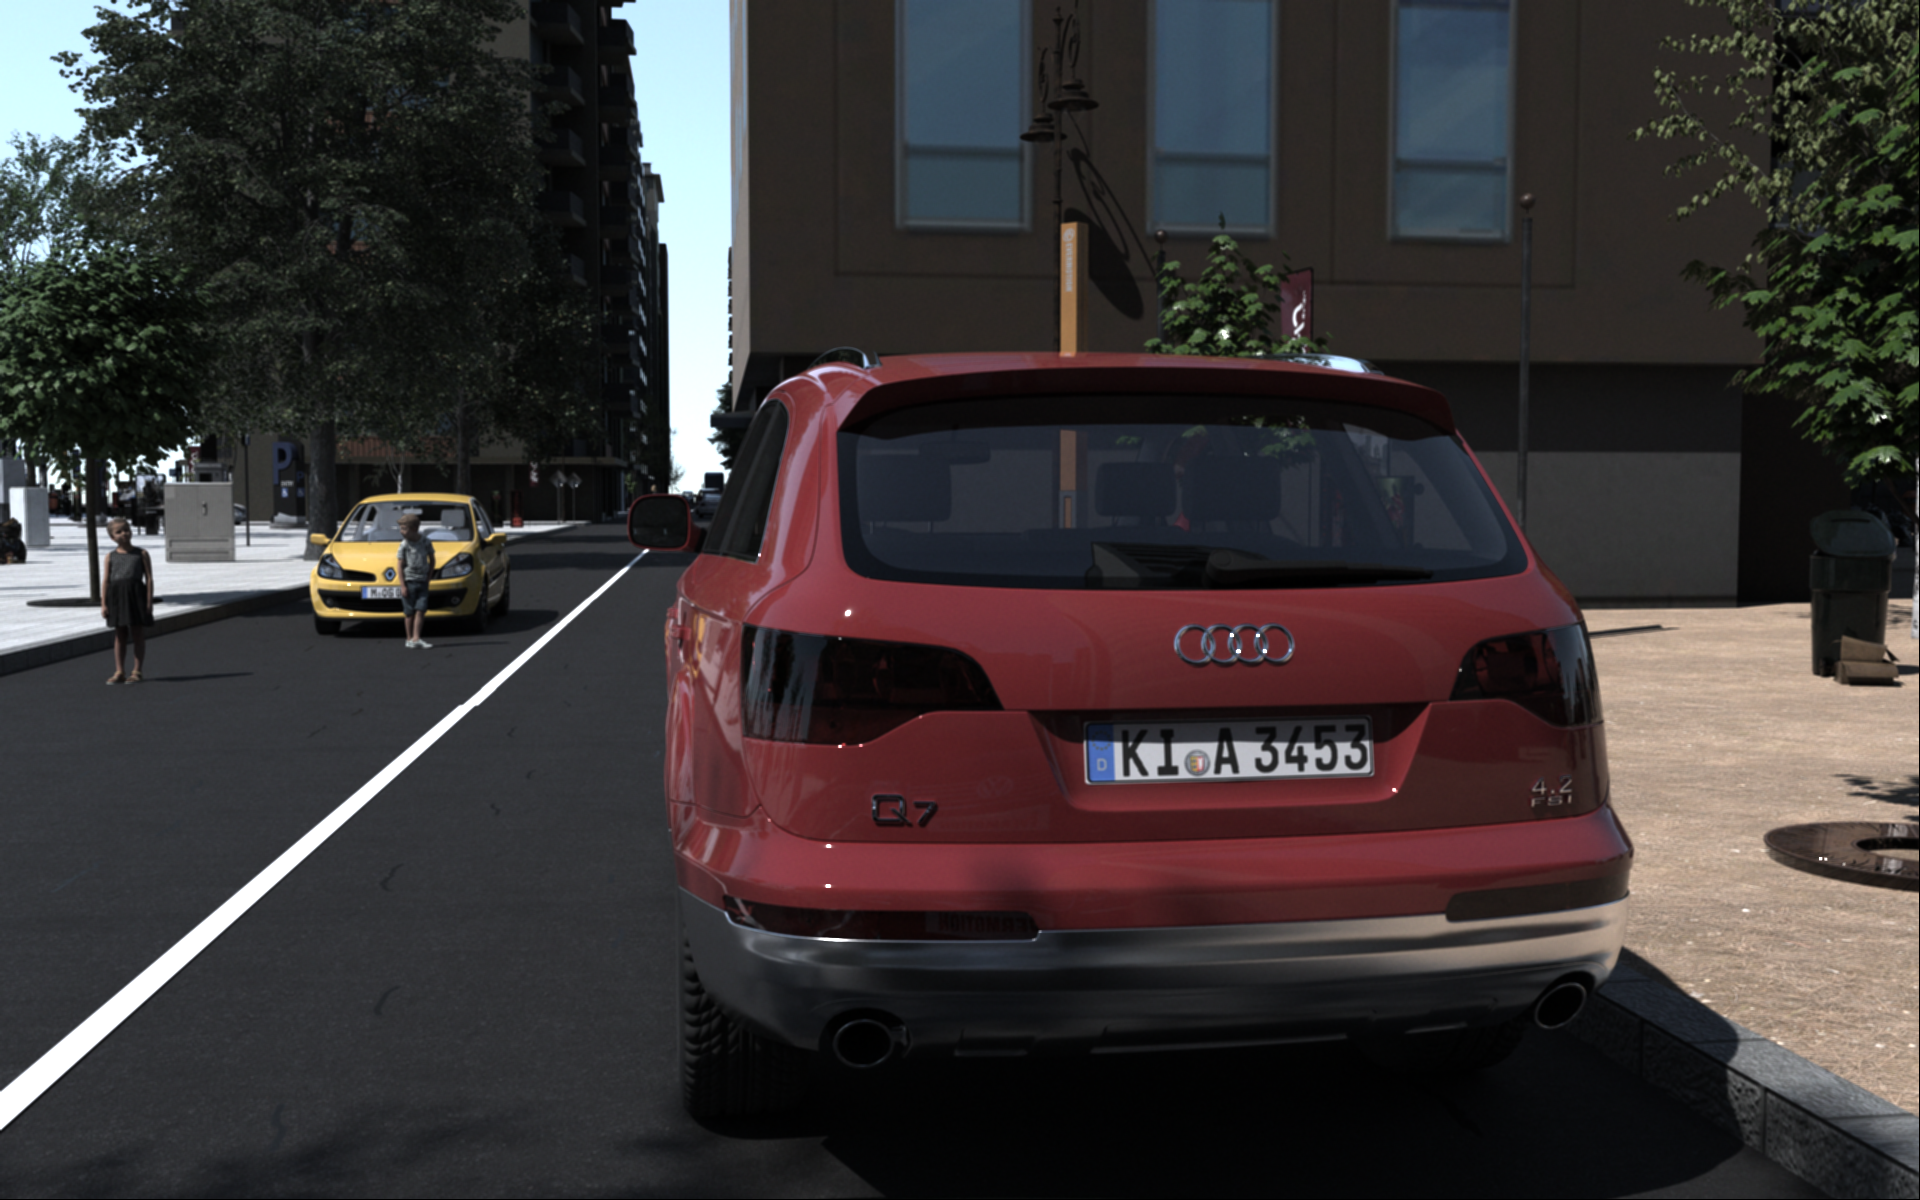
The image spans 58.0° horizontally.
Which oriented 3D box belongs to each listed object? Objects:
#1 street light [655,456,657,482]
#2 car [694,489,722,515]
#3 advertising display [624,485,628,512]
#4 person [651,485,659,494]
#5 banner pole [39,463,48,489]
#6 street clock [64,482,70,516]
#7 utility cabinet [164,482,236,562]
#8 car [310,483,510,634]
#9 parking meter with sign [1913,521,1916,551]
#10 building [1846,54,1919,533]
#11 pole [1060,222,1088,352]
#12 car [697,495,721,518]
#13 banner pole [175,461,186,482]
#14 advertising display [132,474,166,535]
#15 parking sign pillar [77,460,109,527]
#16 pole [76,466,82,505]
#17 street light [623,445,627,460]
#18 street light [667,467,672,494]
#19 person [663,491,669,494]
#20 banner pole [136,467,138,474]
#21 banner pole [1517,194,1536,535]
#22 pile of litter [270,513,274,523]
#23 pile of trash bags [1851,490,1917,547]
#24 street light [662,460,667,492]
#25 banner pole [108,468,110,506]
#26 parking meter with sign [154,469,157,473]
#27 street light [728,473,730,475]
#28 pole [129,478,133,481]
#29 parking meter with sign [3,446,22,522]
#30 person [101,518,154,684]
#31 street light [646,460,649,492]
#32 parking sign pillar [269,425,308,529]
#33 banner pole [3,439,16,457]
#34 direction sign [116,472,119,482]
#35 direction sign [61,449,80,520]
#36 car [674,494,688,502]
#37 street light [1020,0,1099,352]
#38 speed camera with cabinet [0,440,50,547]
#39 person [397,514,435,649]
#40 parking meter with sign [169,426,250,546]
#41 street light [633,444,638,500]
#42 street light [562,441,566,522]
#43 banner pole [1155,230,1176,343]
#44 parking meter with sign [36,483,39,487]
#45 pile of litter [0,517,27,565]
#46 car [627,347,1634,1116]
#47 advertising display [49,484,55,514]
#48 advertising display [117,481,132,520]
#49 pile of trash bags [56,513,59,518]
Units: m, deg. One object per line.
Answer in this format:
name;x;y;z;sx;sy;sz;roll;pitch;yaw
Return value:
street light;-36.855;-14.497;209.814;0.468;5.910;1.993;-1;4;-8
car;-17.757;-6.992;122.993;2.281;1.827;5.304;-1;4;-8
advertising display;-24.042;-7.307;124.687;0.123;1.923;0.974;0;4;-4
person;-11.868;-3.705;69.298;1.509;1.804;0.699;-3;5;-43
banner pole;-53.226;-6.757;100.490;0.401;3.779;0.863;1;4;11
street clock;-52.670;-5.971;102.203;0.358;2.002;0.471;0;4;-7
utility cabinet;-14.267;-1.457;32.509;1.173;1.500;0.318;-1;4;-16
car;-5.963;-0.539;19.033;2.015;1.641;3.980;-1;4;-9
parking meter with sign;22.239;-2.590;38.608;1.738;3.016;0.543;0;4;-2
building;28.390;-38.295;64.373;20.611;71.187;20.563;-1;4;-8
pole;0.865;-1.181;13.157;0.158;3.312;0.155;0;3;0
car;-14.907;-5.662;104.928;2.083;1.381;4.827;-1;4;-9
banner pole;-51.284;-7.592;114.151;0.863;3.779;0.401;-3;5;-44
advertising display;-25.564;-3.029;54.741;0.974;1.923;0.123;0;4;4
parking sign pillar;-33.502;-4.815;67.197;1.447;3.967;1.447;-1;4;-15
pole;-65.166;-8.199;127.896;0.158;3.312;0.155;0;3;0
street light;-26.029;-9.864;134.068;0.468;5.910;1.993;-1;4;-8
street light;-44.865;-17.906;265.552;0.468;5.910;1.993;-1;4;-8
person;-31.659;-10.830;186.367;0.742;1.727;0.445;-1;4;-9
banner pole;-64.747;-8.959;136.495;0.401;3.779;0.863;0;4;-7
banner pole;4.803;-1.514;14.766;0.401;3.779;0.863;1;4;18
pile of litter;-30.009;-3.870;77.244;1.176;0.858;1.719;3;5;44
pile of trash bags;22.396;-1.987;42.234;3.447;1.369;1.912;-2;4;-31
street light;-40.801;-16.201;237.680;0.468;5.910;1.993;-1;4;-8
banner pole;-65.317;-8.725;132.672;0.863;3.779;0.401;2;4;29
parking meter with sign;-55.948;-7.679;121.816;1.738;3.016;0.543;1;4;11
street light;-41.602;-20.742;311.910;0.468;5.910;1.993;-1;4;-8
pole;-51.627;-6.975;107.892;0.158;3.312;0.155;0;3;0
parking meter with sign;-35.056;-4.075;62.895;0.543;3.016;1.738;3;5;39
person;-6.316;0.002;13.145;0.362;1.253;0.373;0;4;-7
street light;-32.871;-12.815;182.317;0.468;5.910;1.993;-1;4;-8
parking sign pillar;-25.018;-4.654;64.559;1.447;3.967;1.447;2;4;31
banner pole;-30.170;-3.957;54.707;0.401;3.779;0.863;2;4;32
direction sign;-68.570;-9.118;141.077;0.379;3.537;0.876;-1;4;-15
direction sign;-44.740;-5.819;87.133;0.876;3.537;0.379;-1;4;-14
car;-29.023;-10.190;178.399;2.131;1.459;4.920;0;4;-7
street light;0.928;-2.677;16.556;0.468;5.910;1.993;-1;4;-8
speed camera with cabinet;-23.115;-2.952;42.601;2.038;3.252;0.660;3;5;41
person;-5.053;-0.179;16.113;0.332;1.250;0.352;0;4;7
parking meter with sign;-18.297;-2.816;42.304;1.738;3.016;0.543;-1;4;-10
street light;-29.054;-11.141;154.940;0.468;5.910;1.993;-1;4;-8
street light;-18.167;-6.516;79.323;0.468;5.910;1.993;-1;4;-8
banner pole;1.985;-1.634;16.739;0.401;3.779;0.863;1;4;19
parking meter with sign;-62.440;-7.386;117.025;0.543;3.016;1.738;1;4;15
pile of litter;-17.831;-1.102;31.980;1.176;0.858;1.719;-1;4;-11
car;0.066;0.184;5.664;2.281;1.827;5.304;-1;4;-10
advertising display;-57.950;-6.444;110.574;0.123;1.923;0.974;-1;4;-16
advertising display;-41.575;-4.977;86.581;0.974;1.923;0.123;-2;4;-27
pile of trash bags;-50.543;-5.188;94.582;3.447;1.369;1.912;1;4;23
